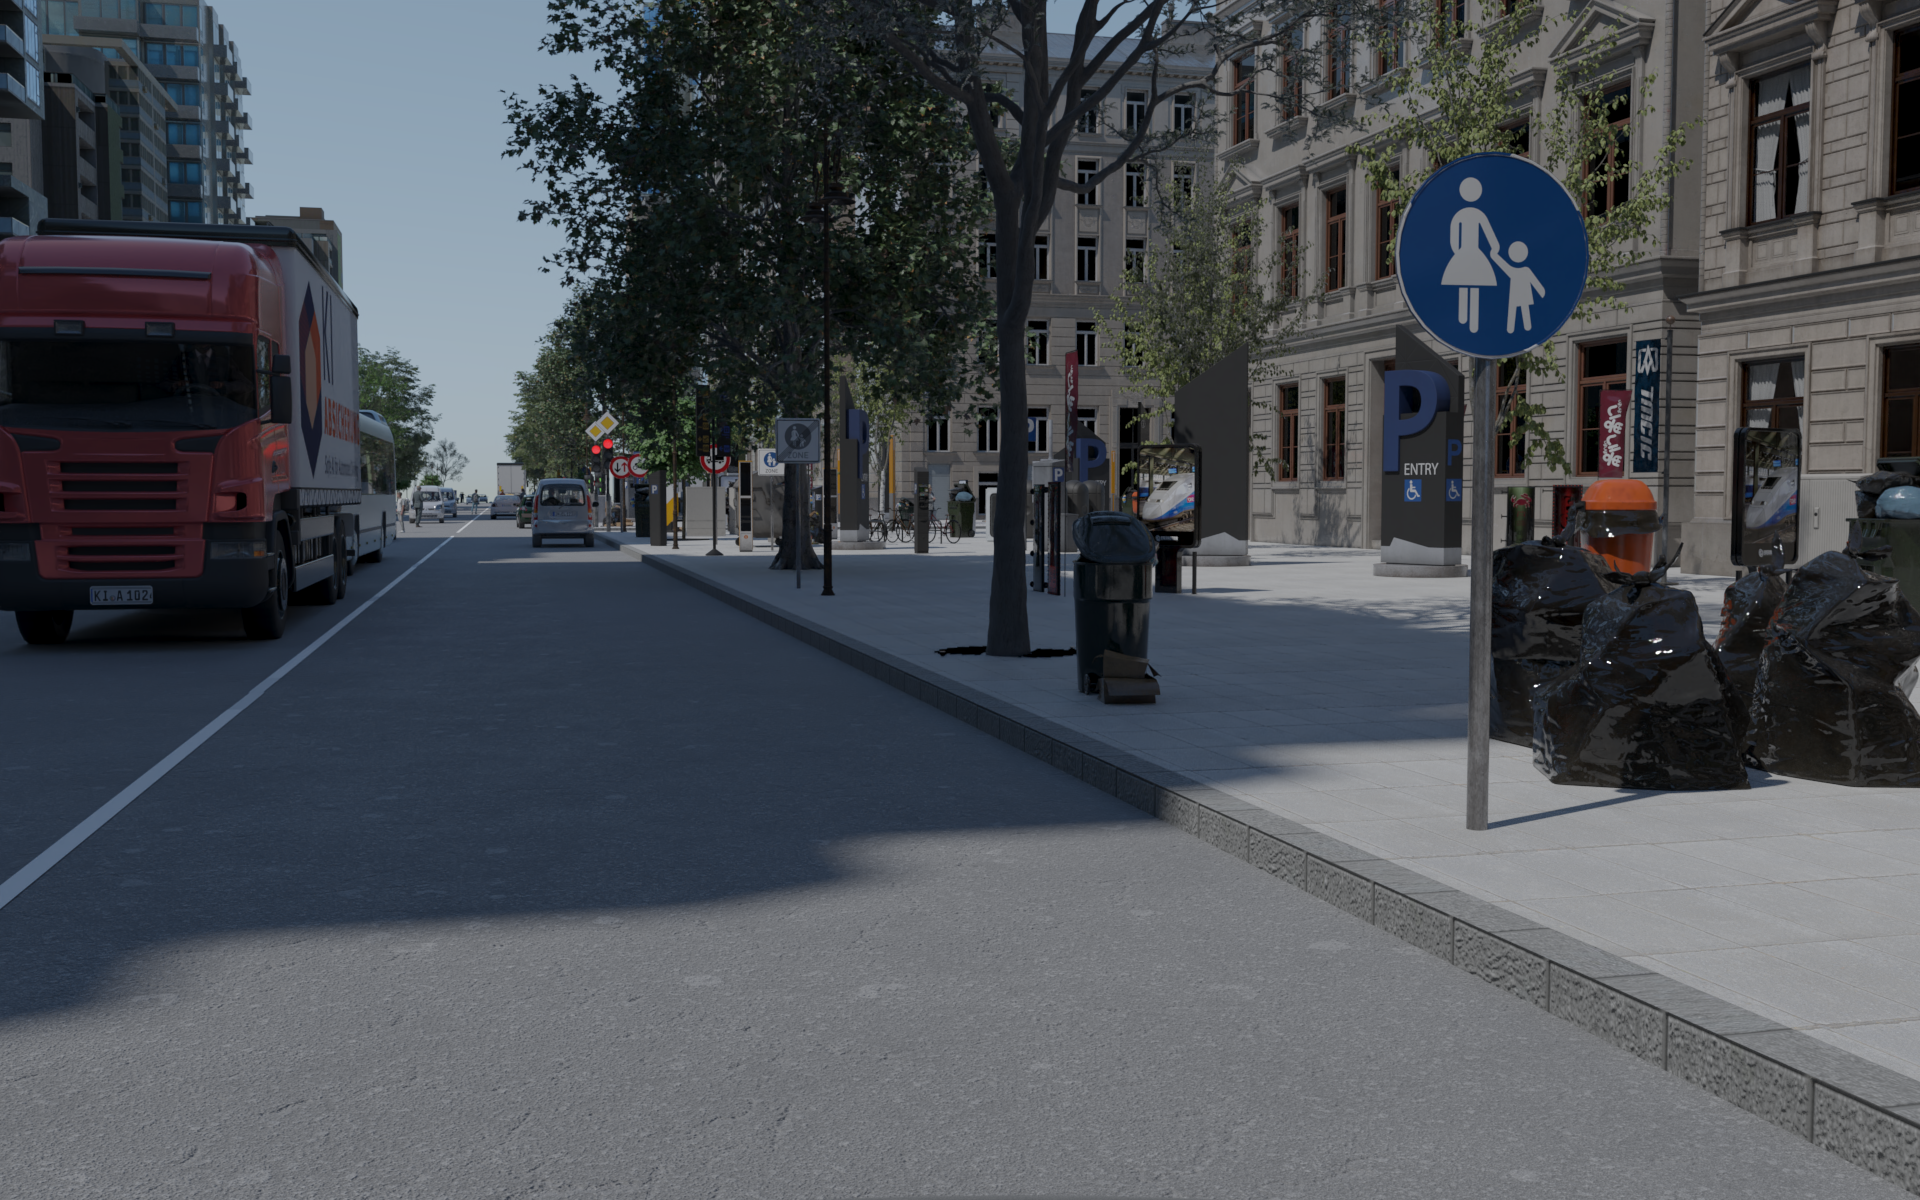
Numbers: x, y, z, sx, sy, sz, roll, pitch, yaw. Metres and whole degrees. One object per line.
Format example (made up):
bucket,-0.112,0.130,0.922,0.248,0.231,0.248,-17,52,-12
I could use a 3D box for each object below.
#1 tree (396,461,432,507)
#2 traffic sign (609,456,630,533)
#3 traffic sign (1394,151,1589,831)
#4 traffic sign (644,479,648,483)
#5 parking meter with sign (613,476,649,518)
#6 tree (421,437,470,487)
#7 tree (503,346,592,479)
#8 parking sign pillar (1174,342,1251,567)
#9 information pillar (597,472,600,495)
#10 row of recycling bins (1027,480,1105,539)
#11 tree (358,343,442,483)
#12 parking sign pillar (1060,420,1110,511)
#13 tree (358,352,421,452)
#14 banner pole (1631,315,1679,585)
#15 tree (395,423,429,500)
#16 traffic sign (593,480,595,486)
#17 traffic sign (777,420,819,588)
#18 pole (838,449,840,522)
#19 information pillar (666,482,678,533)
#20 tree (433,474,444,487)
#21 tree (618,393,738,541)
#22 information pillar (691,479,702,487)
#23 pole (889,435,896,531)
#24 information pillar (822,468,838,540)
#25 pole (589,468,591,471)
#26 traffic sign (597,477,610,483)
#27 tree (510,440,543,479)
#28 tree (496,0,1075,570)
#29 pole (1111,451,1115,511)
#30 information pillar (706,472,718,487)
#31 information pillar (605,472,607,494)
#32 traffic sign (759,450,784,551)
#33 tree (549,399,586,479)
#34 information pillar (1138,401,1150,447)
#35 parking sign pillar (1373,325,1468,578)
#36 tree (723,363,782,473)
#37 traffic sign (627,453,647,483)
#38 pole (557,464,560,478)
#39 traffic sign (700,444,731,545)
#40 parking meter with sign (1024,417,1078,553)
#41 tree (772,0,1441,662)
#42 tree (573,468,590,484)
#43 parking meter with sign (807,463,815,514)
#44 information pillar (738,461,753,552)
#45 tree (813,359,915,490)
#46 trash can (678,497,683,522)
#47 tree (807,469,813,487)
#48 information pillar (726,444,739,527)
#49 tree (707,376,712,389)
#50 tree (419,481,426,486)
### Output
tree,-55.261,-11.404,170.169,4.285,4.588,4.351,0,3,0
traffic sign,-11.265,-3.516,57.593,0.768,2.556,0.104,-1,4,-14
traffic sign,1.981,-0.395,6.559,0.768,2.556,0.104,-1,4,-9
traffic sign,-19.753,-6.661,109.008,0.768,2.556,0.104,0,4,-7
parking meter with sign,-15.385,-5.203,81.333,1.738,3.016,0.543,-2,4,-32
tree,-84.668,-21.334,283.217,8.767,10.594,7.601,-2,4,-30
tree,-31.020,-13.125,132.728,7.486,12.596,7.792,0,3,0
parking sign pillar,4.513,-2.605,31.066,1.447,3.967,1.447,1,4,16
information pillar,-24.722,-7.766,118.321,0.504,3.616,0.183,0,4,6
row of recycling bins,3.020,-2.678,50.894,1.069,1.692,3.534,3,5,44
tree,-49.308,-14.712,147.199,9.857,13.997,8.962,0,3,0
parking sign pillar,4.594,-4.423,60.796,1.447,3.967,1.447,-2,4,-27
tree,-44.184,-12.395,128.419,9.928,11.665,9.643,0,3,0
banner pole,9.860,-2.114,24.585,0.401,3.779,0.863,-2,4,-24
tree,-58.437,-14.083,180.613,4.737,8.622,4.395,0,3,0
traffic sign,-29.827,-8.552,139.936,0.768,2.556,0.104,-1,4,-8
traffic sign,-2.193,-1.304,23.456,0.606,2.300,0.079,-1,4,-10
pole,-5.424,-5.167,78.323,0.158,3.312,0.155,0,3,0
information pillar,-9.592,-4.045,57.486,0.504,3.616,0.183,2,4,25
tree,-74.962,-16.020,245.635,4.285,4.588,4.351,0,3,0
tree,-7.773,-3.940,48.126,4.285,4.588,4.351,0,3,0
information pillar,-19.479,-8.339,127.702,0.504,3.616,0.183,3,5,43
pole,-2.334,-4.033,59.790,0.158,3.312,0.155,0,3,0
information pillar,-3.658,-2.711,48.811,0.304,2.012,0.304,3,5,42
pole,-27.641,-8.298,129.511,0.158,3.312,0.155,0,3,0
traffic sign,-21.245,-6.303,103.165,0.768,2.556,0.104,-1,4,-14
tree,-49.660,-16.614,206.049,8.767,10.594,7.601,0,4,0
tree,-2.876,-6.878,29.457,9.611,12.733,9.660,0,3,0
pole,7.221,-5.375,81.718,0.158,3.312,0.155,0,3,0
information pillar,-8.306,-3.280,58.112,0.304,2.012,0.304,-3,4,-38
information pillar,-15.423,-5.158,75.689,0.183,3.616,0.504,-1,4,-19
traffic sign,-4.264,-2.271,39.267,0.606,2.300,0.079,0,4,-5
tree,-24.991,-9.833,111.132,4.360,8.622,3.978,0,3,0
information pillar,4.654,-3.220,44.002,0.183,3.616,0.504,2,4,35
parking sign pillar,7.218,-2.359,27.042,1.447,3.967,1.447,-2,4,-33
tree,-8.494,-7.886,79.292,4.737,8.622,4.395,0,3,0
traffic sign,-9.965,-3.293,53.952,0.768,2.556,0.104,0,4,-6
pole,-26.460,-7.365,114.253,0.158,3.312,0.155,0,3,0
traffic sign,-6.179,-2.672,43.789,0.768,2.556,0.104,-1,4,-9
parking meter with sign,1.971,-2.588,38.575,0.543,3.016,1.738,-3,4,-36
tree,0.466,-6.296,13.302,12.009,13.543,11.850,0,3,0
tree,-25.373,-7.454,116.480,1.663,3.219,1.824,0,3,0
parking meter with sign,-6.193,-4.441,68.879,0.543,3.016,1.738,-1,4,-17
information pillar,-4.742,-2.072,38.363,0.304,2.012,0.304,0,4,-6
tree,-3.459,-7.426,71.780,4.360,8.622,3.978,0,3,0
trash can,-12.994,-4.213,80.531,0.748,1.137,0.748,0,3,0
tree,-6.517,-8.233,84.971,4.360,8.622,3.978,0,3,0
information pillar,-8.921,-4.684,67.932,0.504,3.616,0.183,-2,4,-33
tree,-13.681,-9.143,99.847,4.737,8.622,4.395,0,3,0
tree,-71.866,-14.469,231.174,1.663,3.219,1.824,0,3,0
